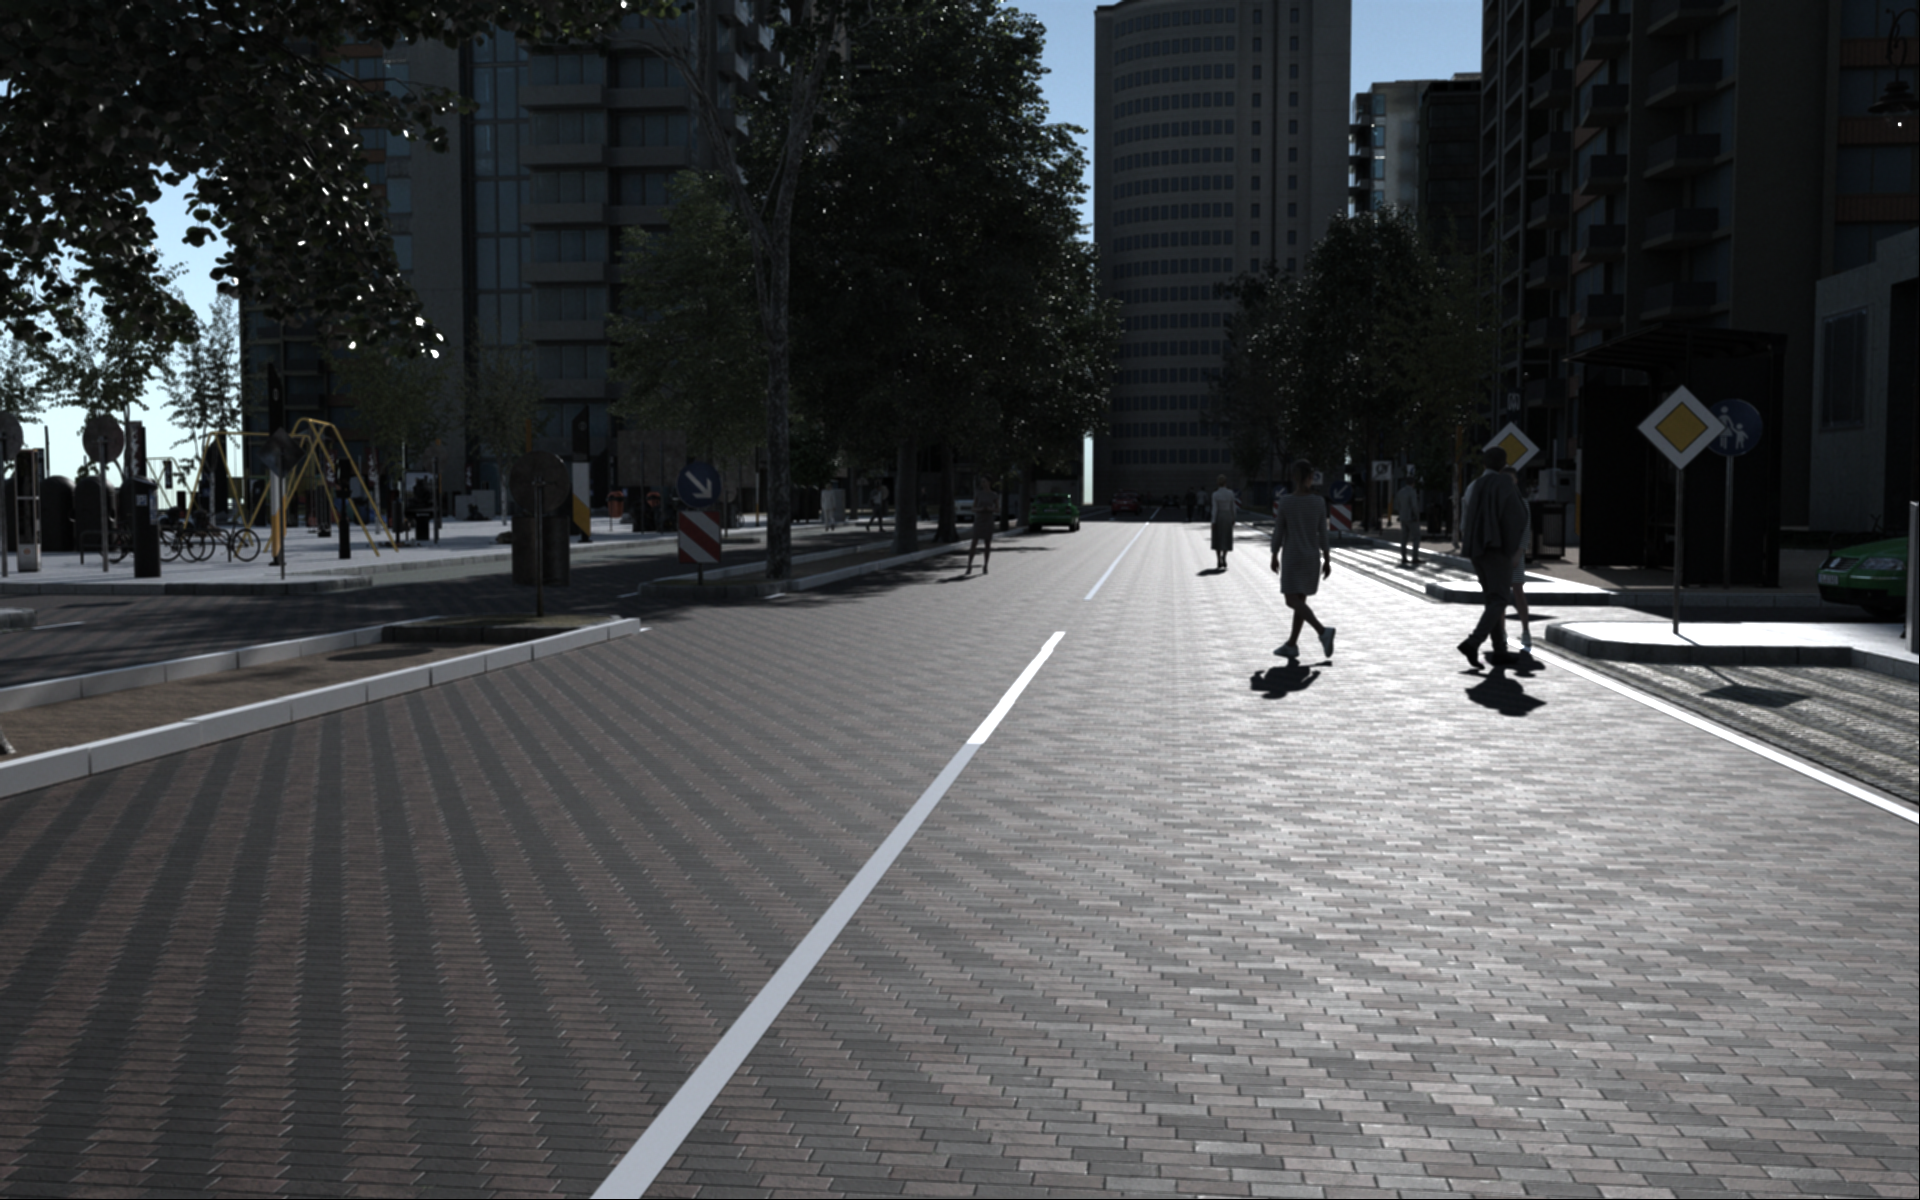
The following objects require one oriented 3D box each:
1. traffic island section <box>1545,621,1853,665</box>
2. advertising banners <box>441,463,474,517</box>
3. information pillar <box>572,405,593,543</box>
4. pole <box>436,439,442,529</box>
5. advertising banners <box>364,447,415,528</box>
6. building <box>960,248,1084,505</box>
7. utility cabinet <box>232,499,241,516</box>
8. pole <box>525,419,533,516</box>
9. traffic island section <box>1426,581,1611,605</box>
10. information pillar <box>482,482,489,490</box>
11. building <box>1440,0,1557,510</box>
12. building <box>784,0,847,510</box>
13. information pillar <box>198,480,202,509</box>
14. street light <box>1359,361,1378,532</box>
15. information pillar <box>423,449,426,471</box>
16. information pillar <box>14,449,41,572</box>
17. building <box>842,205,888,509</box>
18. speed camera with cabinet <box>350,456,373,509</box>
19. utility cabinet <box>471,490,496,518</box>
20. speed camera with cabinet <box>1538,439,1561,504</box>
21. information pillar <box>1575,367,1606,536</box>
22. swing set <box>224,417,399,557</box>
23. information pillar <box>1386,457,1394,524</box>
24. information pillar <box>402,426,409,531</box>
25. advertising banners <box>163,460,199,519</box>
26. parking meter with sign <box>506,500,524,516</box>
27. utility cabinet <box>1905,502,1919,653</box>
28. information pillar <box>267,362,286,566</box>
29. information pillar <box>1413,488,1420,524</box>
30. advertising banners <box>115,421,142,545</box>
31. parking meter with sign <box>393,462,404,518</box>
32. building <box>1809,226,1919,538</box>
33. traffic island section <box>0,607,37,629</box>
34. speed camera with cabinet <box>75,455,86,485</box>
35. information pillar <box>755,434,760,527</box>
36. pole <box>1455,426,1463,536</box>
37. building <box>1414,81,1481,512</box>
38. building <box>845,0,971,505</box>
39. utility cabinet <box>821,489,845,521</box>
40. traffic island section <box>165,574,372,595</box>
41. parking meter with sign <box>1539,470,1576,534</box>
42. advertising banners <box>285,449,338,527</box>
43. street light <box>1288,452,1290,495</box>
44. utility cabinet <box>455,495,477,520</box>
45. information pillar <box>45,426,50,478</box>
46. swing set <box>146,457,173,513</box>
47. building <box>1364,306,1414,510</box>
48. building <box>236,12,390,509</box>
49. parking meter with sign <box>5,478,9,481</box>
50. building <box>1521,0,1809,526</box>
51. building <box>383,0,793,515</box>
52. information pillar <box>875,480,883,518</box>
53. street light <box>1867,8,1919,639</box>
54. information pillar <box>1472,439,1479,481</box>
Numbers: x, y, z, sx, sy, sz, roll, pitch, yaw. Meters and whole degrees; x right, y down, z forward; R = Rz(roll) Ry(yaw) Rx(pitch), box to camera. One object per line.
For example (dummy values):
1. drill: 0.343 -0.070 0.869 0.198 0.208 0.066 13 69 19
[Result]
1. traffic island section: 6.604 0.388 15.941 2.009 0.180 2.903 0 4 7
2. advertising banners: -28.132 -6.147 96.698 2.074 3.025 0.090 -2 4 -34
3. information pillar: -9.968 -3.319 45.627 0.504 3.616 0.183 1 4 19
4. pole: -19.216 -4.282 63.856 0.158 3.312 0.155 0 3 0
5. advertising banners: -21.315 -4.221 65.204 2.074 3.025 0.090 -2 4 -26
6. building: 7.345 -26.351 202.532 14.107 30.474 14.160 0 4 7
7. utility cabinet: -42.765 -5.733 102.413 0.318 1.500 1.173 -1 4 -12
8. pole: -11.722 -3.260 47.136 0.158 3.312 0.155 0 3 0
9. traffic island section: 7.566 -0.097 23.868 2.009 0.180 2.903 0 4 7
10. information pillar: -28.020 -5.985 102.345 0.304 2.012 0.304 3 5 39
11. building: 41.831 -40.792 105.200 20.563 71.187 20.611 0 4 7
12. building: -17.301 -29.968 140.095 14.600 45.320 14.200 0 4 7
13. information pillar: -39.538 -5.257 90.440 0.304 2.012 0.304 0 4 6
14. street light: 13.890 -5.274 59.016 0.468 5.910 1.993 0 4 7
15. information pillar: -28.198 -6.108 91.221 0.183 3.616 0.504 -1 4 -9
16. information pillar: -15.362 -1.471 28.537 0.304 2.012 0.304 -1 4 -17
17. building: -14.145 -23.772 160.376 14.107 30.474 14.160 0 4 7
18. speed camera with cabinet: -31.067 -5.844 89.884 0.660 3.252 2.038 0 4 -1
19. utility cabinet: -25.278 -5.089 91.891 1.173 1.500 0.318 0 4 1
20. speed camera with cabinet: 22.096 -4.205 63.093 2.038 3.252 0.660 -1 4 -19
21. information pillar: 11.574 -2.471 31.759 0.504 3.616 0.183 1 4 11
22. swing set: -13.600 -2.387 36.642 2.862 2.851 3.119 -1 4 -10
23. information pillar: 18.241 -5.015 73.346 0.183 3.616 0.504 2 4 28
24. information pillar: -19.093 -4.174 59.600 0.183 3.616 0.504 -2 4 -24
25. advertising banners: -40.612 -5.760 90.369 0.090 3.025 2.074 2 4 34
26. parking meter with sign: -26.194 -6.540 103.185 0.543 3.016 1.738 3 4 38
27. utility cabinet: 8.212 -0.168 13.913 1.020 1.237 0.306 1 4 19
28. information pillar: -12.264 -2.431 31.097 0.183 3.616 0.504 0 4 0
29. information pillar: 19.140 -4.180 72.829 0.304 2.012 0.304 -1 4 -9
30. advertising banners: -20.343 -2.788 41.776 2.074 3.025 0.090 2 4 30
31. parking meter with sign: -30.253 -5.981 94.054 0.543 3.016 1.738 -2 4 -31
32. building: 38.529 -44.380 38.292 31.000 86.520 22.319 0 4 7
33. traffic island section: -11.157 0.256 18.095 2.009 0.180 2.903 0 4 7
34. speed camera with cabinet: -45.404 -5.753 88.395 2.038 3.252 0.660 0 4 -4
35. information pillar: -7.926 -4.671 67.727 0.183 3.616 0.504 0 4 -5
36. pole: 14.867 -3.537 51.673 0.158 3.312 0.155 0 3 0
37. building: 39.638 -21.557 124.162 14.160 30.474 14.107 0 4 7
38. building: -10.008 -46.921 205.404 20.611 71.187 20.563 0 4 7
39. utility cabinet: -5.895 -4.391 80.473 1.173 1.500 0.318 2 4 31
40. traffic island section: -10.194 -0.229 26.022 2.009 0.180 2.903 0 4 7
41. parking meter with sign: 19.622 -3.658 56.070 1.738 3.016 0.543 1 4 15
42. advertising banners: -25.151 -4.338 67.122 2.074 3.025 0.090 -1 4 -13
43. street light: 18.582 -7.644 97.765 0.468 5.910 1.993 0 4 7
44. utility cabinet: -24.464 -4.564 85.789 1.020 1.237 0.306 0 4 -3
45. information pillar: -31.155 -4.147 59.160 0.183 3.616 0.504 -2 4 -30
46. swing set: -34.462 -4.706 74.567 3.119 2.851 2.862 3 5 43
47. building: 49.709 -18.386 145.652 27.650 21.520 28.899 0 4 7
48. building: -50.193 -30.904 159.902 28.867 44.769 22.147 0 4 7
49. parking meter with sign: -46.490 -5.379 84.211 1.738 3.016 0.543 0 4 -7
50. building: 39.114 -26.053 80.585 22.147 44.769 28.867 0 4 7
51. building: -24.188 -30.505 118.366 23.786 49.044 30.456 0 4 7
52. information pillar: -4.382 -5.458 93.738 0.304 2.012 0.304 1 4 20
53. street light: 8.469 -2.596 15.235 0.468 5.910 1.993 0 4 7
54. information pillar: 21.817 -5.016 73.361 0.183 3.616 0.504 -1 4 -10
